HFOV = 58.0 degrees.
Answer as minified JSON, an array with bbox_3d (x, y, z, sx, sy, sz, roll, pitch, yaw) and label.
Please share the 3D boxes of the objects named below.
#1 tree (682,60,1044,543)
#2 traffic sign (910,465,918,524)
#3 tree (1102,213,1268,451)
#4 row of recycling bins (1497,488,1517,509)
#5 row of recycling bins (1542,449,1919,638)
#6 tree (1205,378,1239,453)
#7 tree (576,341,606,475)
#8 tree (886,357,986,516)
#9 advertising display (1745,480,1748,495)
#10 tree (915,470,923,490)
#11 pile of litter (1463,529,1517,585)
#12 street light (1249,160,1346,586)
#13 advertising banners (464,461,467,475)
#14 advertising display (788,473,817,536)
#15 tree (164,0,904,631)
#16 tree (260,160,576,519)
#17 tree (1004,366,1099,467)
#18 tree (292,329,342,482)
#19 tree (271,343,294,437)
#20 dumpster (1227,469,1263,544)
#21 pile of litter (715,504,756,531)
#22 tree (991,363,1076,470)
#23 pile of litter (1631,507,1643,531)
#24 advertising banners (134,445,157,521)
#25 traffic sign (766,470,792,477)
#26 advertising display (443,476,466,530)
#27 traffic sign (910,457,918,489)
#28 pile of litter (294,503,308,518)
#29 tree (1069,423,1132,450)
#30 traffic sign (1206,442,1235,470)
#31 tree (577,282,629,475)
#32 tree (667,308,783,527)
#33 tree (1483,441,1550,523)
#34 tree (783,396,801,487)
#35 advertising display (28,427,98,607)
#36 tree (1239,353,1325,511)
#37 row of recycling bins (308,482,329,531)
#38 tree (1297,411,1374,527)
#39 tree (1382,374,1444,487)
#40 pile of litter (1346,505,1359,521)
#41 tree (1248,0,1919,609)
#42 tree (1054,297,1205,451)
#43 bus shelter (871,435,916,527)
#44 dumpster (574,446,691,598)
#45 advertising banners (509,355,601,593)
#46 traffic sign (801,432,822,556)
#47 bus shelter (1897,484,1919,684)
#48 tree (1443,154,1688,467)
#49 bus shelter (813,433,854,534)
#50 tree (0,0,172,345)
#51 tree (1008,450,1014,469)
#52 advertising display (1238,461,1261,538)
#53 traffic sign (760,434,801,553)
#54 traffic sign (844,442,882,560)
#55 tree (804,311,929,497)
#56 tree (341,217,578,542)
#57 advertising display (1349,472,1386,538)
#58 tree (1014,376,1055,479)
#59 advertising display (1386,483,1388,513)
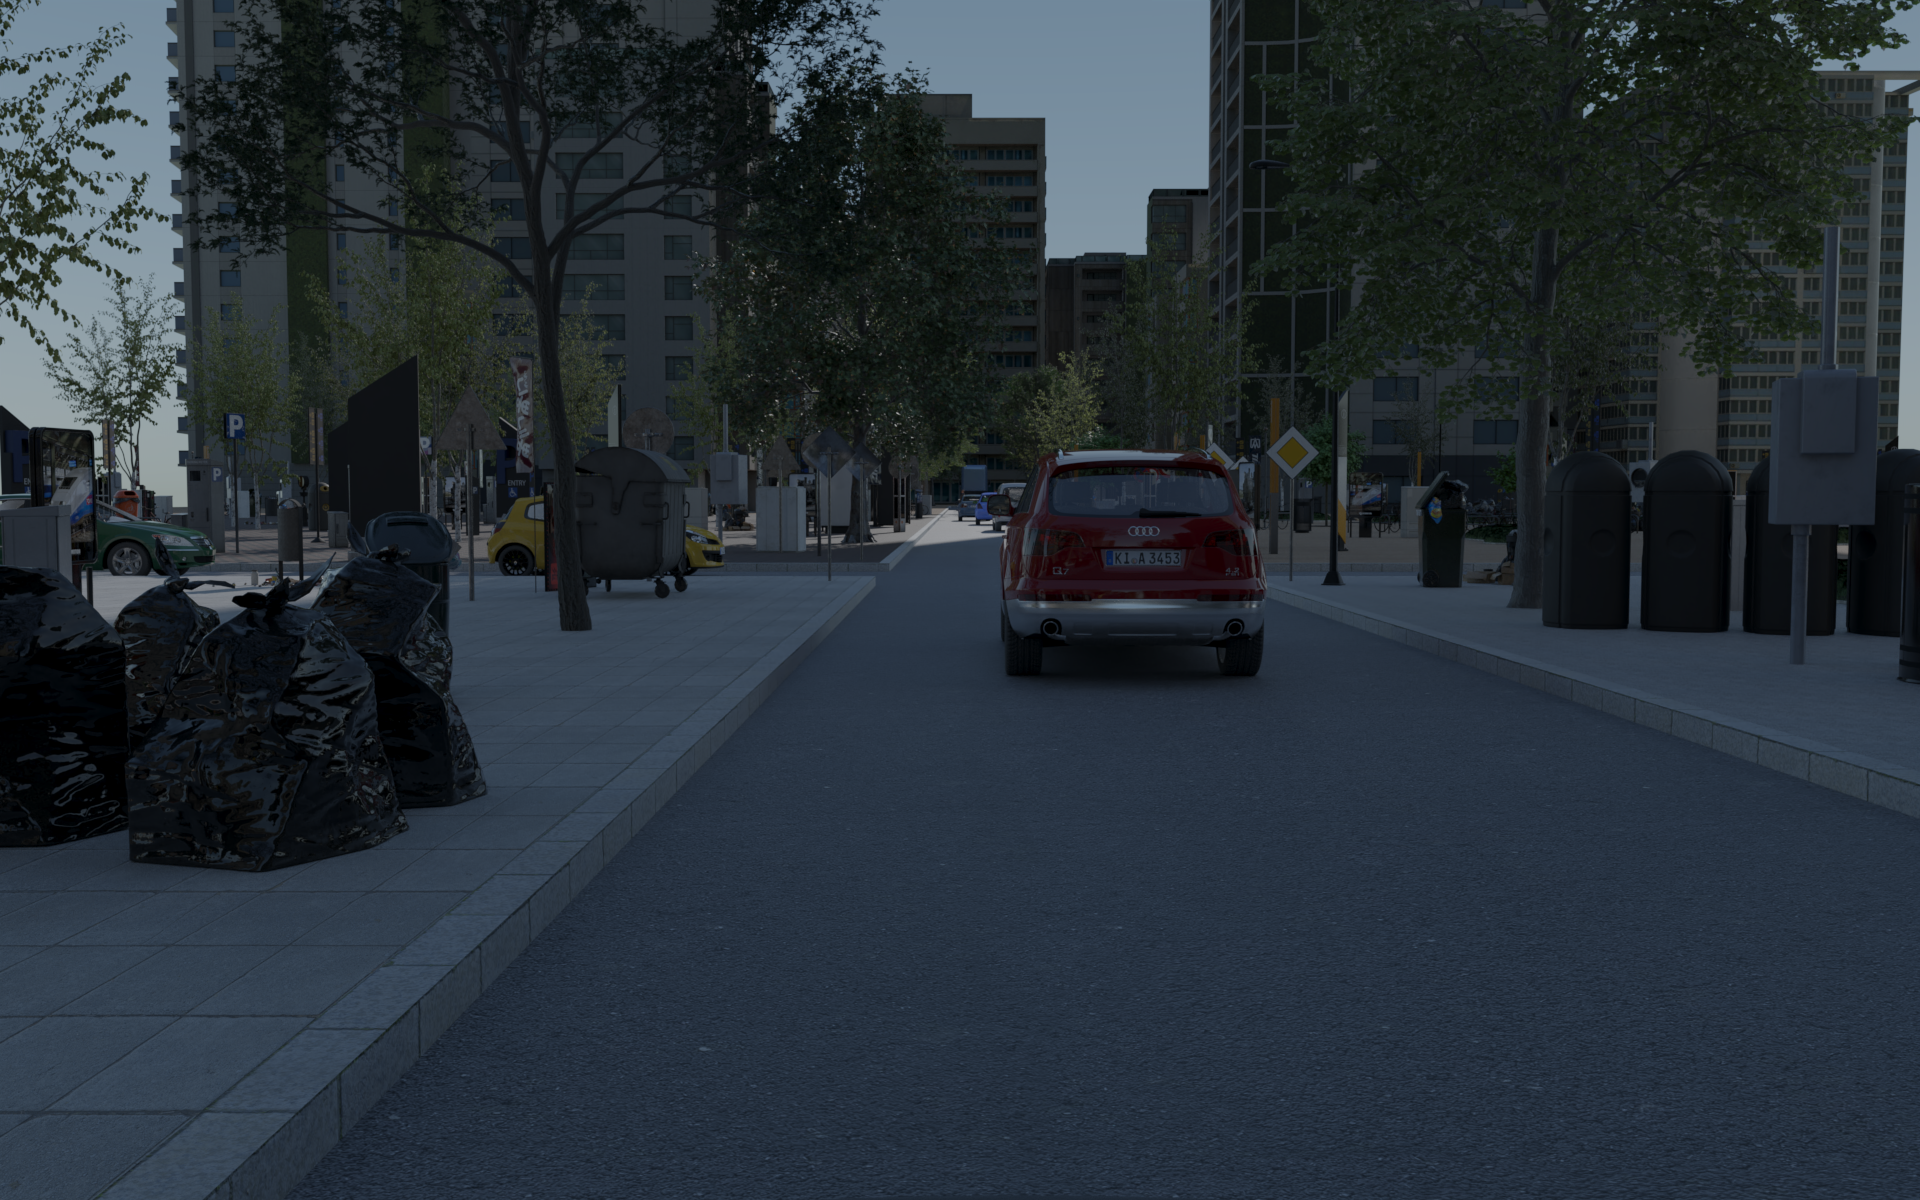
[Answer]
[{"bbox_3d":[-2.642,-7.868,45.653,9.611,12.733,9.660,0,3,0],"label":"tree"},{"bbox_3d":[-2.186,-4.588,75.127,0.768,2.556,0.104,0,4,5],"label":"traffic sign"},{"bbox_3d":[5.952,-5.877,46.455,4.737,8.622,4.395,0,3,0],"label":"tree"},{"bbox_3d":[32.233,-5.764,101.359,1.069,1.692,3.534,0,4,4],"label":"row of recycling bins"},{"bbox_3d":[7.323,-0.557,16.226,3.534,1.692,1.069,1,4,20],"label":"row of recycling bins"},{"bbox_3d":[15.168,-9.539,106.322,4.360,8.622,3.978,0,3,0],"label":"tree"},{"bbox_3d":[-18.078,-7.907,79.645,4.737,8.622,4.395,0,3,0],"label":"tree"},{"bbox_3d":[-2.157,-12.063,115.356,7.486,12.596,7.792,0,3,0],"label":"tree"},{"bbox_3d":[36.807,-4.574,79.996,0.974,1.923,0.123,2,4,30],"label":"advertising display"},{"bbox_3d":[-3.258,-11.394,136.655,4.737,8.622,4.395,0,3,0],"label":"tree"},{"bbox_3d":[7.846,-0.666,24.856,1.176,0.858,1.719,0,4,6],"label":"pile of litter"},{"bbox_3d":[4.723,-3.163,24.251,1.470,5.913,1.316,0,4,0],"label":"street light"},{"bbox_3d":[-25.705,-5.815,91.265,0.090,3.025,2.074,-3,4,-36],"label":"advertising banners"},{"bbox_3d":[-4.781,-2.907,52.739,0.974,1.923,0.123,2,4,24],"label":"advertising display"},{"bbox_3d":[-3.960,-4.996,16.095,7.601,10.594,8.767,1,4,9],"label":"tree"},{"bbox_3d":[-11.753,-5.345,37.748,4.737,8.622,4.395,0,3,0],"label":"tree"},{"bbox_3d":[6.105,-11.679,125.369,8.767,10.594,7.601,-1,4,-22],"label":"tree"},{"bbox_3d":[-19.256,-6.554,57.520,4.360,8.622,3.978,0,3,0],"label":"tree"},{"bbox_3d":[-28.837,-7.788,77.690,4.360,8.622,3.978,0,3,0],"label":"tree"},{"bbox_3d":[6.429,-2.155,40.988,1.264,1.857,1.865,0,4,0],"label":"dumpster"},{"bbox_3d":[-7.676,-2.842,60.428,1.719,0.858,1.176,1,4,17],"label":"pile of litter"},{"bbox_3d":[5.922,-12.921,137.021,9.928,11.665,9.643,0,3,0],"label":"tree"},{"bbox_3d":[23.075,-2.801,59.767,1.719,0.858,1.176,0,4,6],"label":"pile of litter"},{"bbox_3d":[-29.666,-4.088,63.020,0.090,3.025,2.074,0,4,-7],"label":"advertising banners"},{"bbox_3d":[-5.714,-3.364,54.997,0.884,2.594,0.081,0,4,1],"label":"traffic sign"},{"bbox_3d":[-18.131,-3.495,62.361,0.974,1.923,0.123,-3,5,-43],"label":"advertising display"},{"bbox_3d":[-3.329,-5.981,91.658,2.265,3.308,0.079,0,4,3],"label":"traffic sign"},{"bbox_3d":[-33.610,-4.510,87.703,1.719,0.858,1.176,0,4,-2],"label":"pile of litter"},{"bbox_3d":[6.458,-5.912,80.375,4.285,4.588,4.351,0,3,0],"label":"tree"},{"bbox_3d":[4.893,-1.823,33.449,0.795,2.450,0.064,0,4,0],"label":"traffic sign"},{"bbox_3d":[-12.698,-6.469,56.133,4.360,8.622,3.978,0,3,0],"label":"tree"},{"bbox_3d":[-9.459,-7.155,67.349,4.737,8.622,4.395,0,3,0],"label":"tree"},{"bbox_3d":[20.423,-4.233,63.810,1.663,3.219,1.824,0,3,0],"label":"tree"},{"bbox_3d":[-10.098,-8.458,88.644,4.737,8.622,4.395,0,3,0],"label":"tree"},{"bbox_3d":[-8.793,-0.722,17.018,0.123,1.923,0.974,0,4,2],"label":"advertising display"},{"bbox_3d":[16.867,-8.556,90.249,4.360,8.622,3.978,0,3,0],"label":"tree"},{"bbox_3d":[-21.214,-3.315,61.313,3.534,1.692,1.069,-1,4,-15],"label":"row of recycling bins"},{"bbox_3d":[14.581,-5.178,68.374,4.285,4.588,4.351,0,3,0],"label":"tree"},{"bbox_3d":[28.129,-9.557,106.625,4.360,8.622,3.978,0,3,0],"label":"tree"},{"bbox_3d":[19.014,-4.309,84.425,1.176,0.858,1.719,1,4,13],"label":"pile of litter"},{"bbox_3d":[6.846,-6.190,19.331,7.486,12.596,7.792,0,3,0],"label":"tree"},{"bbox_3d":[6.426,-7.032,65.327,4.360,8.622,3.978,0,3,0],"label":"tree"},{"bbox_3d":[-2.634,-4.864,70.806,1.731,3.624,6.357,0,4,0],"label":"bus shelter"},{"bbox_3d":[-4.166,-0.989,21.922,1.264,1.857,1.865,0,4,0],"label":"dumpster"},{"bbox_3d":[-5.341,-1.633,22.891,0.090,3.025,2.074,1,4,20],"label":"advertising banners"},{"bbox_3d":[-2.904,-2.176,35.676,0.768,2.556,0.104,1,4,8],"label":"traffic sign"},{"bbox_3d":[6.608,-1.839,7.693,2.179,5.291,8.768,0,4,0],"label":"bus shelter"},{"bbox_3d":[12.829,-5.257,36.320,4.360,8.622,3.978,0,3,0],"label":"tree"},{"bbox_3d":[-3.995,-3.965,58.759,2.014,3.302,5.546,0,3,0],"label":"bus shelter"},{"bbox_3d":[-11.465,-4.238,19.662,4.737,8.622,4.395,0,3,0],"label":"tree"},{"bbox_3d":[6.830,-12.604,156.432,4.360,8.622,3.978,0,3,0],"label":"tree"},{"bbox_3d":[5.755,-1.792,34.514,0.123,1.923,0.974,-1,4,-11],"label":"advertising display"},{"bbox_3d":[-3.906,-2.304,37.670,0.884,2.594,0.081,0,4,3],"label":"traffic sign"},{"bbox_3d":[-1.902,-1.825,33.485,0.795,2.450,0.064,0,4,0],"label":"traffic sign"},{"bbox_3d":[-3.741,-6.965,64.237,4.360,8.622,3.978,0,3,0],"label":"tree"},{"bbox_3d":[-13.371,-5.877,46.455,4.360,8.622,3.978,0,3,0],"label":"tree"},{"bbox_3d":[11.932,-2.796,50.930,0.974,1.923,0.123,2,4,23],"label":"advertising display"},{"bbox_3d":[5.473,-8.300,86.075,4.360,8.622,3.978,0,3,0],"label":"tree"},{"bbox_3d":[24.168,-5.745,99.152,0.123,1.923,0.974,-1,4,-19],"label":"advertising display"}]
